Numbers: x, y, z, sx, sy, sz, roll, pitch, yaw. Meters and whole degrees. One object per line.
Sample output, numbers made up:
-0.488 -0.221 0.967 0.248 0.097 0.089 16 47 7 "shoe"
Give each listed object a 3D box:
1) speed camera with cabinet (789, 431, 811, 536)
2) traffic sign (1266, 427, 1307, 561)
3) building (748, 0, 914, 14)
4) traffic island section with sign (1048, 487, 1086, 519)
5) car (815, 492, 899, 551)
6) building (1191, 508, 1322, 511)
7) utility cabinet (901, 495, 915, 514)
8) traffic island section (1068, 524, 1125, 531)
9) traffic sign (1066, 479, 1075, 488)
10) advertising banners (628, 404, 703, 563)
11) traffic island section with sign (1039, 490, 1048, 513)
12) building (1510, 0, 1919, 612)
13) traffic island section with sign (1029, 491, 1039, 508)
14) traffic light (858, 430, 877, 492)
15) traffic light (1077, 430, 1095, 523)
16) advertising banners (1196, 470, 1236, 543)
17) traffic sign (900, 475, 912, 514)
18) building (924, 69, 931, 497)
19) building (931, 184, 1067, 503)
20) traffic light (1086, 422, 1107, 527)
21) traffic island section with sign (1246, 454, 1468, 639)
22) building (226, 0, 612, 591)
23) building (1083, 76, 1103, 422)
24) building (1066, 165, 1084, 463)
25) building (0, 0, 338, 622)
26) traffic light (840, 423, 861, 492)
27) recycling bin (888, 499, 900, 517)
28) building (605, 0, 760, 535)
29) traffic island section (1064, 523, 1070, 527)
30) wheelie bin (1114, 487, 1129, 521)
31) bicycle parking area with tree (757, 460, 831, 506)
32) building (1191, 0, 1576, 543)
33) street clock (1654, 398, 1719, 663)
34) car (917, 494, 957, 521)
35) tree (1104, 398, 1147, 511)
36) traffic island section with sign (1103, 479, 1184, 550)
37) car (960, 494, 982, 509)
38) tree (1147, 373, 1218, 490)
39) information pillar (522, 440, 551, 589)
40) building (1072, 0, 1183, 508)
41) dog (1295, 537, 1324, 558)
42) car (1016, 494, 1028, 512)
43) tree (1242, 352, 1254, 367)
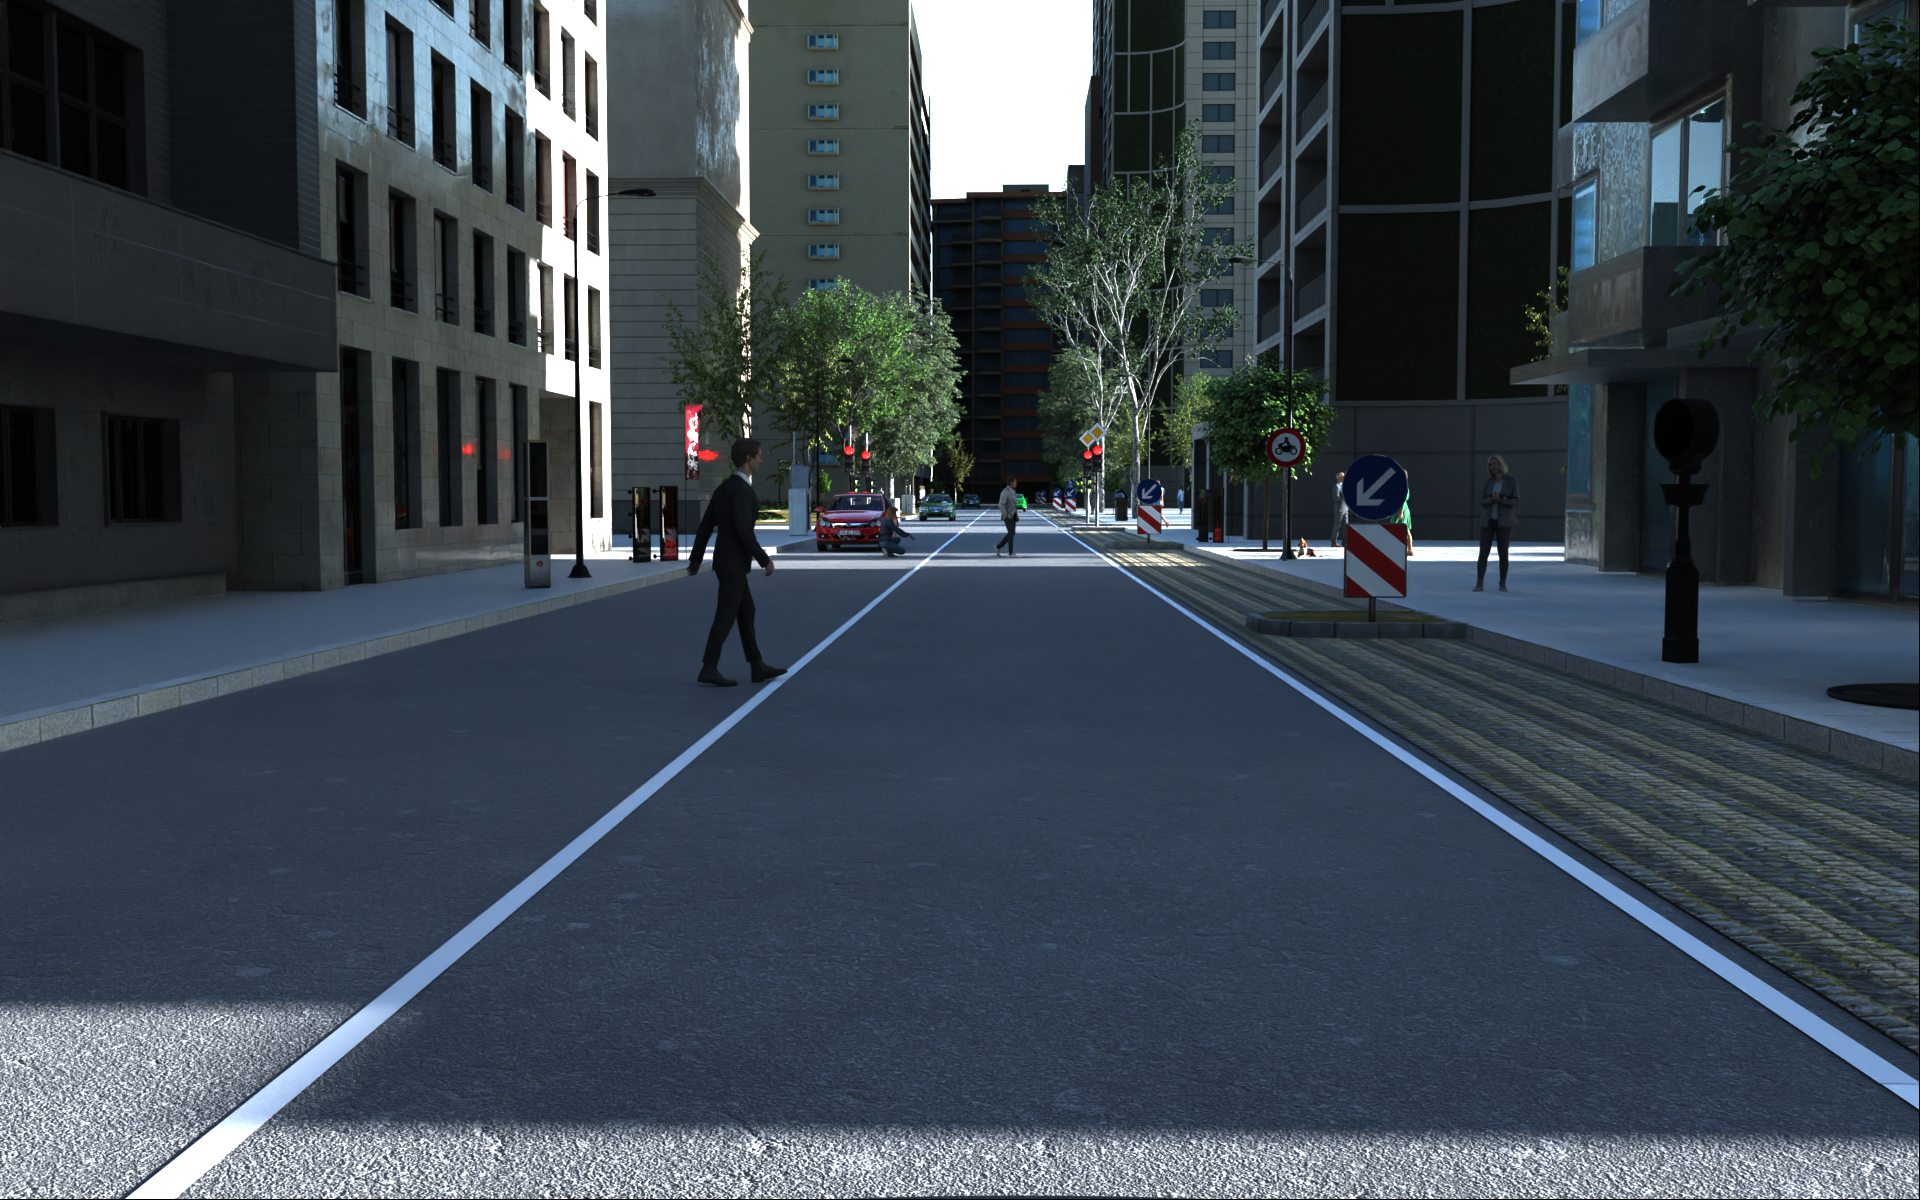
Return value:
-4.986 -3.644 53.914 0.660 3.252 2.038 0 4 -2 "speed camera with cabinet"
6.228 -2.021 33.144 0.768 2.556 0.104 0 4 3 "traffic sign"
-14.769 -32.930 162.107 21.300 48.544 21.600 0 4 2 "building"
6.284 -5.626 100.617 1.989 1.847 2.006 0 4 2 "traffic island section with sign"
-2.618 -2.185 44.771 2.155 1.783 4.494 0 4 3 "car"
22.082 -44.358 163.507 20.563 71.187 20.611 0 4 2 "building"
-3.425 -6.331 114.672 1.020 1.237 0.306 3 5 43 "utility cabinet"
5.388 -2.794 67.956 2.009 0.180 2.903 0 4 2 "traffic island section"
9.623 -9.225 150.939 0.768 2.556 0.104 1 4 10 "traffic sign"
-5.590 -2.257 33.094 0.090 3.025 2.074 2 4 33 "advertising banners"
7.026 -7.283 127.711 1.989 1.847 2.006 0 4 2 "traffic island section with sign"
20.419 -24.349 17.720 23.786 49.044 30.456 0 4 2 "building"
8.382 -10.338 177.655 1.989 1.847 2.006 0 4 2 "traffic island section with sign"
-4.092 -5.330 76.071 0.839 4.253 0.868 0 4 2 "traffic light"
5.566 -5.315 75.825 0.839 4.253 0.868 0 4 2 "traffic light"
6.781 -3.015 45.475 0.090 3.025 2.074 -1 4 -23 "advertising banners"
-3.513 -6.908 113.050 0.768 2.556 0.104 0 4 4 "traffic sign"
-14.197 -34.248 183.659 21.300 48.544 21.600 0 4 2 "building"
8.614 -36.257 247.433 28.867 44.769 22.147 0 4 2 "building"
5.348 -4.827 67.843 0.839 4.253 0.868 0 4 2 "traffic light"
4.042 -0.574 18.012 1.989 1.847 2.006 0 4 2 "traffic island section with sign"
-13.367 -10.762 30.710 10.420 20.320 16.860 0 4 2 "building"
20.260 -32.555 182.388 14.600 45.320 14.200 0 4 2 "building"
20.299 -32.644 217.322 14.154 41.232 14.086 0 4 2 "building"
-15.206 -11.487 6.880 14.314 24.678 30.058 0 4 2 "building"
-4.310 -4.842 68.089 0.839 4.253 0.868 0 4 2 "traffic light"
-3.874 -5.253 98.434 0.722 1.027 0.722 1 4 18 "recycling bin"
-20.166 -16.075 60.084 25.104 27.353 12.463 0 4 2 "building"
5.606 -3.282 75.938 2.009 0.180 2.903 0 4 2 "traffic island section"
7.699 -4.577 82.735 0.693 1.594 0.980 0 4 -3 "wheelie bin"
-14.503 -9.791 147.079 9.016 4.147 8.231 1 4 23 "bicycle parking area with tree"
18.364 -37.451 50.583 20.563 71.187 20.611 0 4 2 "building"
5.502 -0.526 13.171 0.358 2.002 0.471 -1 4 -15 "street clock"
-1.191 -4.963 92.937 2.131 1.459 4.920 0 4 2 "car"
13.072 -11.112 132.036 4.737 8.622 4.395 0 3 0 "tree"
4.775 -2.242 45.288 1.989 1.847 2.006 0 4 2 "traffic island section with sign"
1.088 -9.795 171.951 2.131 1.459 4.920 0 4 0 "car"
13.845 -9.357 103.344 4.737 8.622 4.395 0 3 0 "tree"
-5.776 -1.170 23.630 0.304 2.012 0.304 -2 4 -26 "information pillar"
23.612 -46.522 198.887 20.563 71.187 20.611 0 4 2 "building"
7.119 -1.070 35.225 0.748 0.427 0.550 0 4 -5 "dog"
4.604 -8.212 143.061 1.959 1.807 4.718 0 4 3 "car"
14.352 -7.781 77.576 4.360 8.622 3.978 0 3 0 "tree"
